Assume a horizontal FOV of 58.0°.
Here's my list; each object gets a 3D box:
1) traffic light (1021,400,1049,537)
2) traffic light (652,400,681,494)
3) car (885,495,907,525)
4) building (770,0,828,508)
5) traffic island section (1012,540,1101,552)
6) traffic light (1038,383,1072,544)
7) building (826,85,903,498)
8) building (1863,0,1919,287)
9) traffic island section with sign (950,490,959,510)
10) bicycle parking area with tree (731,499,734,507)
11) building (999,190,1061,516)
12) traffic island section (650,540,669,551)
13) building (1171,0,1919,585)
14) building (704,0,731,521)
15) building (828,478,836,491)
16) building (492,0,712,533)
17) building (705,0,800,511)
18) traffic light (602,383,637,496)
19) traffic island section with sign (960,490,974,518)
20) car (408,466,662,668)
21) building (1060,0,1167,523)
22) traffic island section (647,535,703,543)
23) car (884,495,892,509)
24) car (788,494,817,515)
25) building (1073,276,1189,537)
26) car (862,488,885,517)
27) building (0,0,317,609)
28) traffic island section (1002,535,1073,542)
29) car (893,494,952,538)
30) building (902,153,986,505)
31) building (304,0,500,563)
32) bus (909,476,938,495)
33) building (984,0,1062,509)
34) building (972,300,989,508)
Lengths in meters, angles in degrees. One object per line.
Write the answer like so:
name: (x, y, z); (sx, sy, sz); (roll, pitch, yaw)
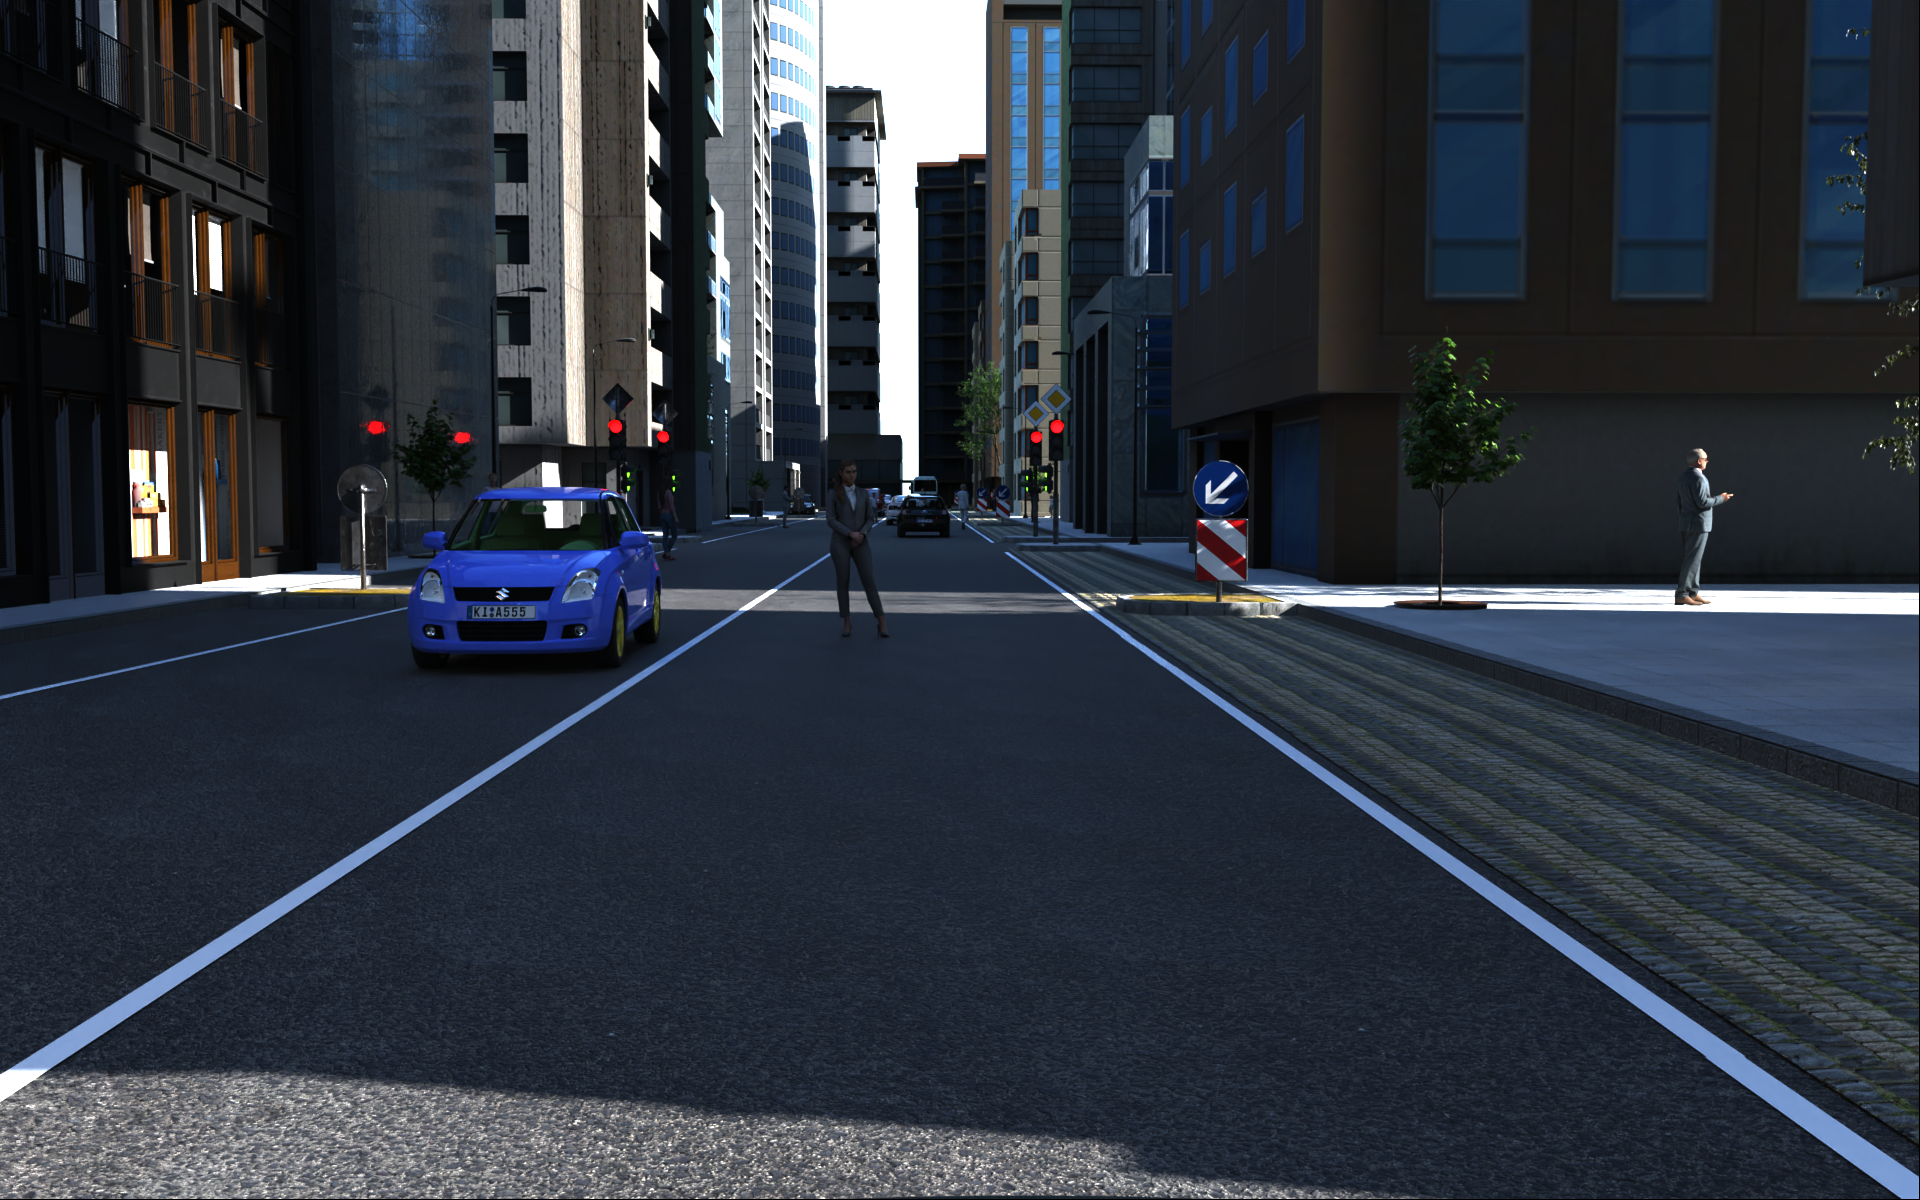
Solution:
traffic light: (2.256, -3.862, 52.071); (0.839, 4.253, 0.868); (0, 4, -1)
traffic light: (-8.803, -3.847, 51.821); (0.839, 4.253, 0.868); (0, 4, -1)
car: (-2.485, -4.187, 80.816); (2.083, 1.381, 4.827); (0, 4, -1)
building: (-23.728, -37.873, 161.219); (21.231, 58.520, 28.212); (0, 4, -1)
traffic island section: (2.466, -1.341, 44.203); (2.009, 0.180, 2.903); (0, 4, -1)
traffic light: (2.425, -3.374, 44.088); (0.839, 4.253, 0.868); (0, 4, -1)
building: (-21.340, -38.829, 224.085); (27.495, 52.752, 28.713); (0, 4, -1)
building: (13.293, -19.842, 8.006); (14.154, 41.232, 14.086); (0, 4, -1)
traffic island section with sign: (0.136, -8.904, 154.213); (1.989, 1.847, 2.006); (0, 4, -1)
bicycle parking area with tree: (-19.949, -8.044, 118.522); (8.231, 4.147, 9.016); (1, 4, 21)
building: (17.028, -16.407, 113.289); (27.650, 21.520, 28.899); (0, 4, -1)
traffic island section: (-8.673, -1.327, 43.972); (2.009, 0.180, 2.903); (0, 4, -1)
building: (11.696, -23.232, 29.953); (14.600, 45.320, 14.200); (0, 4, -1)
building: (-23.025, -47.499, 89.285); (22.319, 86.520, 31.000); (0, 4, -1)
building: (-28.452, -32.832, 191.422); (28.867, 44.769, 22.147); (0, 4, -1)
building: (-16.689, -17.671, 60.626); (14.160, 30.474, 14.107); (0, 4, -1)
building: (-23.277, -42.656, 135.681); (20.563, 71.187, 20.611); (0, 4, -1)
traffic light: (-8.633, -3.359, 43.838); (0.839, 4.253, 0.868); (0, 4, -1)
traffic island section with sign: (1.188, -5.865, 104.521); (1.989, 1.847, 2.006); (0, 4, -1)
car: (-3.686, -0.354, 15.383); (1.945, 1.707, 3.694); (0, 4, -3)
building: (11.752, -24.437, 83.132); (14.154, 41.232, 14.086); (0, 4, -1)
traffic island section: (-8.843, -1.815, 51.955); (2.009, 0.180, 2.903); (0, 4, -1)
car: (-6.699, -8.522, 151.700); (2.083, 1.381, 4.827); (0, 4, -1)
car: (-9.906, -5.985, 107.645); (2.009, 1.686, 4.222); (0, 4, -3)
building: (19.747, -45.736, 60.448); (31.000, 86.520, 22.319); (0, 4, -1)
car: (-5.871, -6.231, 110.557); (2.281, 1.827, 5.304); (0, 4, 0)
building: (-16.785, -11.664, 20.380); (12.332, 23.373, 15.834); (0, 4, -1)
traffic island section: (2.296, -1.829, 52.186); (2.009, 0.180, 2.903); (0, 4, -1)
car: (-1.255, -2.975, 58.425); (2.009, 1.686, 4.222); (0, 4, -3)
building: (7.101, -34.650, 221.155); (28.867, 44.769, 22.147); (0, 4, -1)
building: (-21.518, -13.405, 37.188); (19.932, 24.808, 12.078); (0, 4, -1)
bus: (-3.959, -11.757, 187.080); (2.948, 3.499, 13.247); (0, 4, -3)
building: (9.306, -30.338, 146.136); (14.600, 45.320, 14.200); (0, 4, -1)
building: (15.405, -19.805, 168.853); (27.650, 21.520, 28.899); (0, 4, -1)
